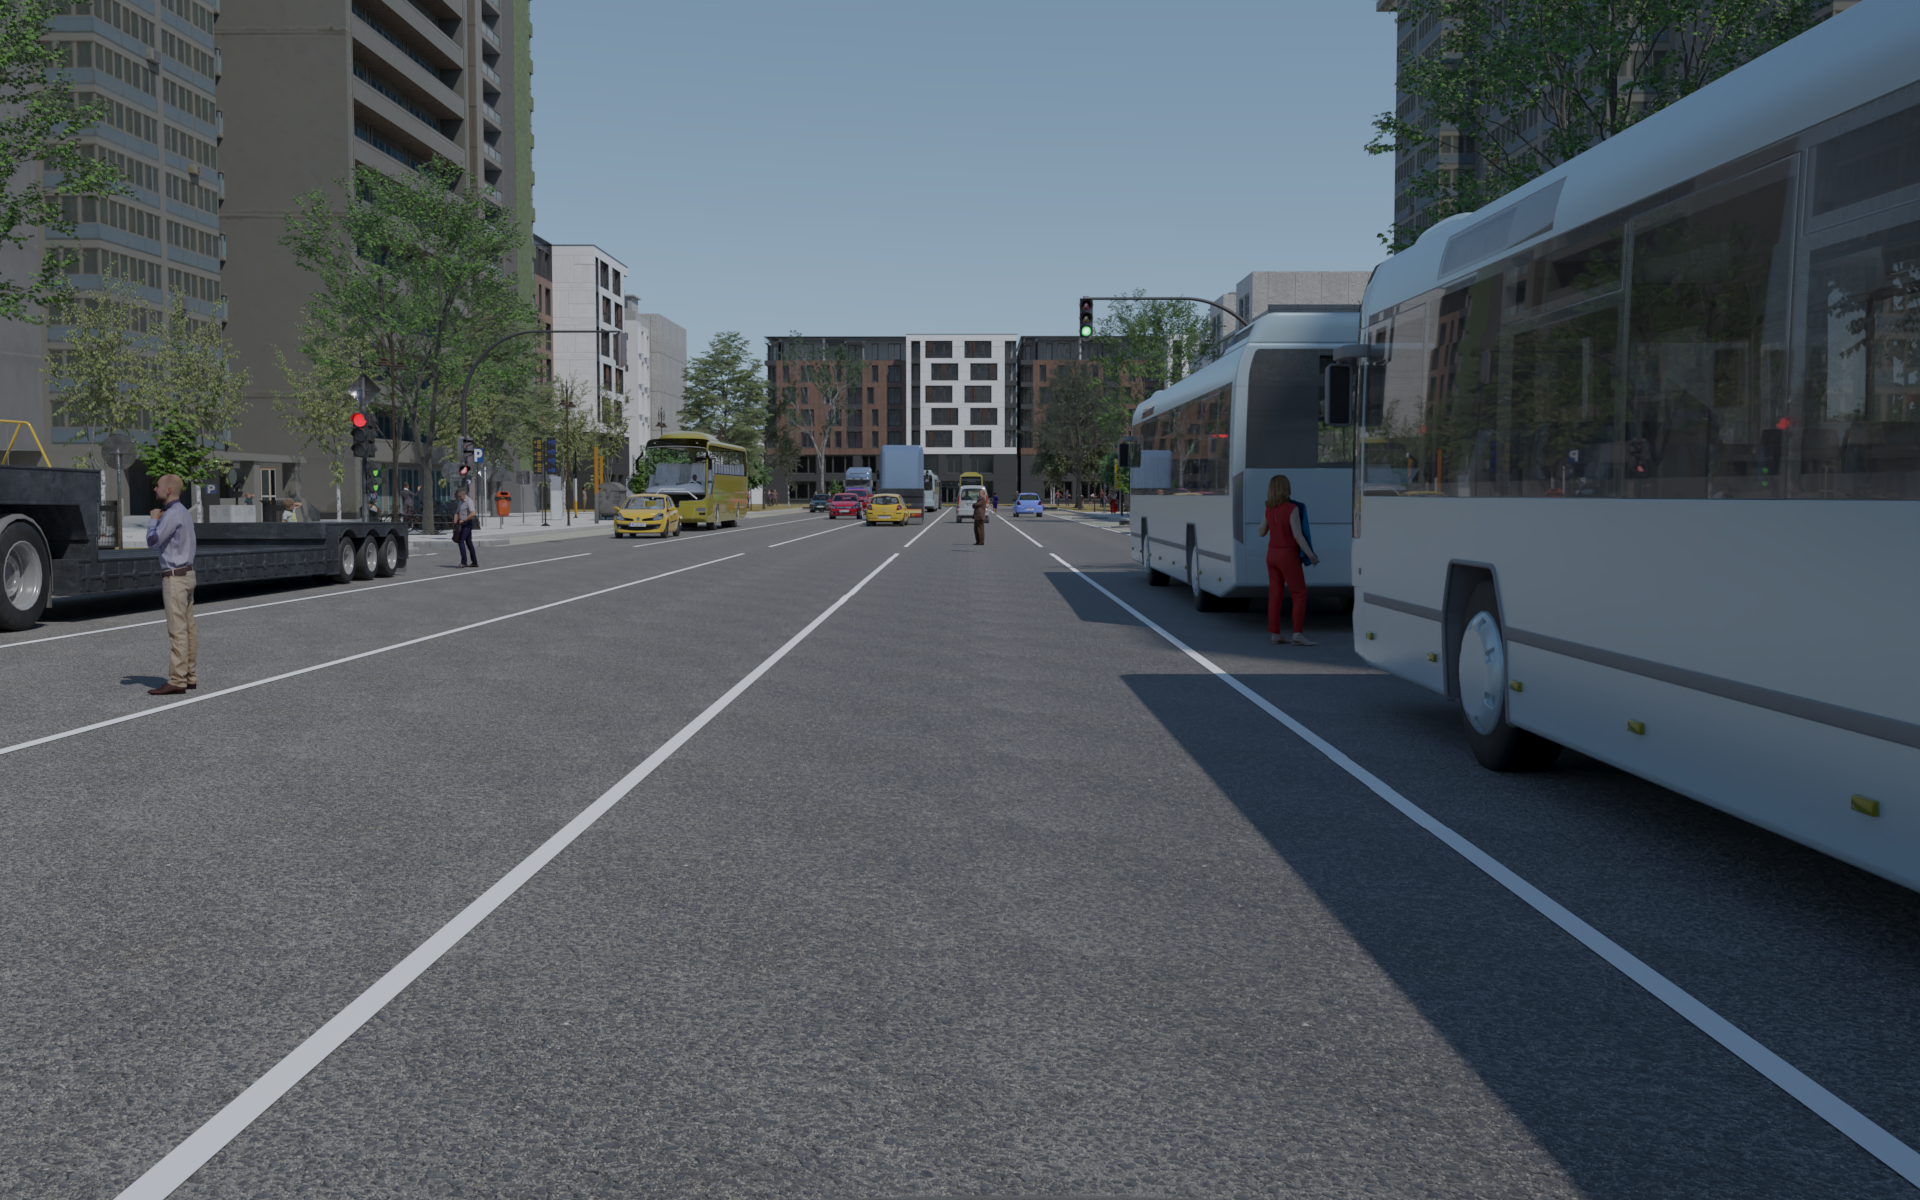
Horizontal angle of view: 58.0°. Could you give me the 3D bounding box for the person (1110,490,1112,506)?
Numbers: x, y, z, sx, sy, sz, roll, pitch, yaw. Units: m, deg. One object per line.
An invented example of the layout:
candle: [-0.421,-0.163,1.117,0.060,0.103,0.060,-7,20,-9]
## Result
person: [16.927,-11.406,193.333,0.445,1.727,0.742,0,4,-6]

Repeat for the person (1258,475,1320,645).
person: [3.134,-0.387,16.537,0.444,1.614,0.593,-1,4,-12]

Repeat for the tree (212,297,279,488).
tree: [-26.800,-6.752,60.752,4.737,8.622,4.395,0,3,0]

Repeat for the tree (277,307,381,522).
tree: [-24.391,-7.142,67.128,4.737,8.622,4.395,0,3,0]

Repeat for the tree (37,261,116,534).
tree: [-27.415,-6.427,55.442,4.737,8.622,4.395,0,3,0]

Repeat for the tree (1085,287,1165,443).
tree: [10.061,-9.835,86.555,9.928,11.665,9.643,0,3,0]

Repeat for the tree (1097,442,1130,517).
tree: [10.393,-7.759,110.568,4.285,4.588,4.351,0,3,0]

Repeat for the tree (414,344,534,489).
tree: [-24.310,-8.215,84.671,4.737,8.622,4.395,0,3,0]

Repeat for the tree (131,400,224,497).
tree: [-16.095,-2.520,35.811,1.663,3.219,1.824,0,3,0]

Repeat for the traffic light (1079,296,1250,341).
traffic light: [5.105,-3.992,39.941,4.771,5.953,1.251,0,4,0]

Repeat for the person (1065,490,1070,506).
person: [11.824,-11.194,189.515,0.568,1.767,0.683,2,4,33]

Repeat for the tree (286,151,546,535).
tree: [-16.767,-7.837,53.883,9.928,11.665,9.643,0,3,0]

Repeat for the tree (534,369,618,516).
tree: [-23.496,-9.270,101.925,4.737,8.622,4.395,0,3,0]

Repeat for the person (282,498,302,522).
person: [-13.221,-1.345,34.394,0.340,1.345,0.435,0,4,5]

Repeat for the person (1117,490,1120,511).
person: [11.952,-7.680,131.616,0.705,1.822,1.348,-3,5,-39]

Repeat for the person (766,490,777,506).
person: [-19.992,-10.817,183.587,1.217,1.739,0.721,1,4,13]

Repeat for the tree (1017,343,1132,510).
tree: [9.700,-14.115,141.157,12.009,13.543,11.850,0,3,0]

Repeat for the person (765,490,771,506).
person: [-19.823,-10.504,178.591,0.742,1.727,0.445,-1,4,-21]

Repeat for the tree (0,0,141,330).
tree: [-16.829,-6.208,27.255,9.928,11.665,9.643,0,3,0]

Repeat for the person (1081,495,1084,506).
person: [13.202,-11.072,190.258,0.799,1.438,0.628,-1,4,-22]

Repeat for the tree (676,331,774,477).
tree: [-16.418,-12.387,120.651,7.486,12.596,7.792,0,3,0]

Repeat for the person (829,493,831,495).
person: [-15.409,-12.019,205.743,0.721,1.736,1.217,1,4,9]

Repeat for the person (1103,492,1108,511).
person: [11.244,-7.624,133.918,0.599,1.433,0.991,-1,4,-17]

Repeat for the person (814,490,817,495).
person: [-15.905,-11.319,191.899,0.721,1.735,1.217,-2,4,-32]

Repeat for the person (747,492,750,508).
person: [-18.983,-9.126,155.971,0.721,1.743,1.217,-1,4,-12]

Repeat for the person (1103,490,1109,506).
person: [16.006,-11.303,191.368,1.217,1.766,0.721,3,5,44]

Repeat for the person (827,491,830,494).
person: [-12.076,-9.236,160.229,0.721,1.735,1.217,0,4,-2]

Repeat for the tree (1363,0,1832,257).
tree: [10.063,-6.148,26.272,9.928,11.665,9.643,0,3,0]

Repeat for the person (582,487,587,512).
person: [-27.066,-7.273,124.966,0.705,1.824,1.348,-1,4,-12]

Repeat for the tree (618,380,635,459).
tree: [-22.761,-9.840,111.242,4.737,8.622,4.395,0,3,0]

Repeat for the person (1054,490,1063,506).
person: [10.424,-10.803,183.390,1.217,1.743,0.721,-3,5,-39]

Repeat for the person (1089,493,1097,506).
person: [14.078,-10.695,184.096,0.799,1.438,0.628,-3,5,-39]

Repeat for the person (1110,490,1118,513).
person: [10.212,-6.522,115.144,0.523,1.526,0.387,-3,5,-44]

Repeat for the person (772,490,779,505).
person: [-21.098,-11.676,197.499,0.990,1.755,0.434,0,4,5]

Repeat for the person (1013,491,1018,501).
person: [6.475,-11.422,195.800,0.990,1.755,0.434,1,4,13]

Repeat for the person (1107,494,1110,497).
person: [16.998,-11.532,195.298,0.721,1.736,1.217,3,5,43]

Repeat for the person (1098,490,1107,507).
person: [14.179,-10.140,172.544,1.217,1.743,0.721,3,5,44]

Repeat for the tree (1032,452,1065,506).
tree: [10.620,-15.292,200.378,4.360,8.622,3.978,0,3,0]

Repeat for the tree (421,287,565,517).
tree: [-25.500,-10.789,94.528,7.486,12.596,7.792,0,3,0]

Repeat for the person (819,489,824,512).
person: [-11.039,-7.922,138.163,1.348,1.807,0.705,-3,5,-41]

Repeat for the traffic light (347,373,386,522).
traffic light: [-13.784,-3.133,40.147,0.839,4.253,0.868,0,4,0]

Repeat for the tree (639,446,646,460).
tree: [-16.417,-6.885,96.288,4.285,4.588,4.351,0,3,0]

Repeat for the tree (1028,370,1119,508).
tree: [10.690,-14.717,157.637,9.611,12.733,9.660,0,3,0]

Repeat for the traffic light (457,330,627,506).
traffic light: [-11.657,-4.495,48.158,4.771,5.953,1.251,0,4,0]
